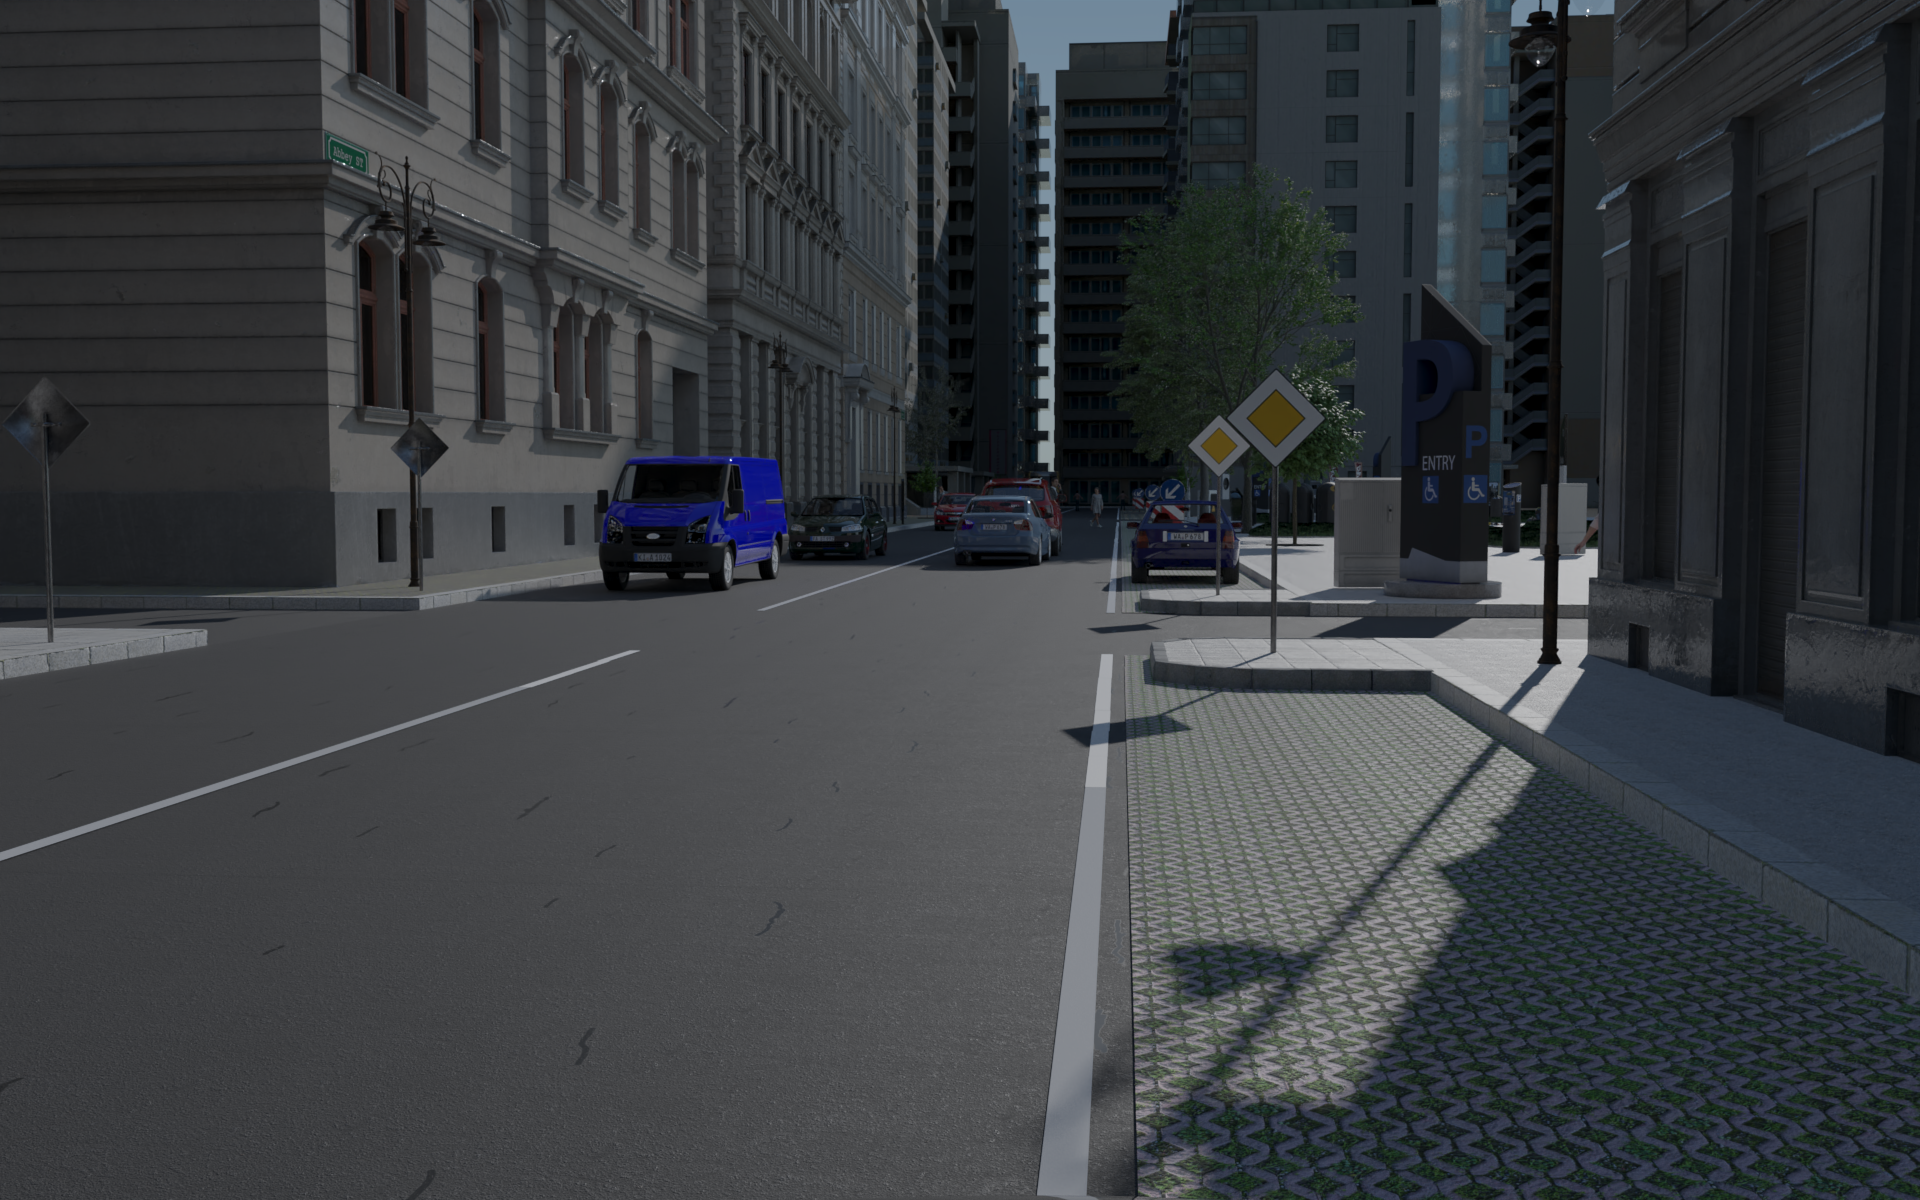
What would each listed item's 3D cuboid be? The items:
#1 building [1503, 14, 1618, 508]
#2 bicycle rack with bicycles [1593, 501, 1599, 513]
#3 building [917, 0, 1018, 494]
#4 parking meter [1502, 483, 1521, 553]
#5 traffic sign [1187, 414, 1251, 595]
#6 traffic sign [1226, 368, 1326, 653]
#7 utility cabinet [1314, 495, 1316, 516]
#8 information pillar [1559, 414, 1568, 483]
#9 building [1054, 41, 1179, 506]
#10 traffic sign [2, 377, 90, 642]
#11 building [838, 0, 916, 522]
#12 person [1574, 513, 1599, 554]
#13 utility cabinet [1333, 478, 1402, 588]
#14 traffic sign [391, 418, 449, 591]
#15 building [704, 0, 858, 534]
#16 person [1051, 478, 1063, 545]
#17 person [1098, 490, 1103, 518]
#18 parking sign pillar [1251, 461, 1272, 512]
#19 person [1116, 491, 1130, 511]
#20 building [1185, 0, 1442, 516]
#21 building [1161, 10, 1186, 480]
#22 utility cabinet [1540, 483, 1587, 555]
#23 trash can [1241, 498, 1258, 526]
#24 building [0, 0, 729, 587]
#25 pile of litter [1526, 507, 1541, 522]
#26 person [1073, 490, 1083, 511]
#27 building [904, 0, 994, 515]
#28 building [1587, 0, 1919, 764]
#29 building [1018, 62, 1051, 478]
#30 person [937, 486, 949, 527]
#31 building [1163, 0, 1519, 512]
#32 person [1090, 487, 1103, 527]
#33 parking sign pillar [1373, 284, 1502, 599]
[{"bbox_3d":[55.888,-31.225,160.647,14.200,45.320,14.600,0,4,5],"label":"building"},{"bbox_3d":[30.533,-4.358,84.636,2.852,0.926,2.925,1,4,15],"label":"bicycle rack with bicycles"},{"bbox_3d":[-5.652,-32.976,162.864,21.600,48.544,21.300,0,4,5],"label":"building"},{"bbox_3d":[12.128,-1.814,38.074,0.372,1.533,0.369,0,3,0],"label":"parking meter"},{"bbox_3d":[3.267,-1.117,21.901,0.795,2.450,0.064,0,4,5],"label":"traffic sign"},{"bbox_3d":[2.532,-0.630,13.950,0.795,2.450,0.064,0,4,5],"label":"traffic sign"},{"bbox_3d":[18.178,-4.760,88.989,1.020,1.237,0.306,-3,5,-45],"label":"utility cabinet"},{"bbox_3d":[17.636,-3.626,50.636,0.183,3.616,0.504,0,4,6],"label":"information pillar"},{"bbox_3d":[21.297,-34.618,189.701,21.600,48.544,21.300,0,4,5],"label":"building"},{"bbox_3d":[-7.866,-0.690,14.928,0.795,2.450,0.064,0,4,5],"label":"traffic sign"},{"bbox_3d":[-9.729,-17.773,76.495,13.634,28.700,20.117,0,4,5],"label":"building"},{"bbox_3d":[6.551,-0.508,17.473,0.731,1.740,0.598,0,4,-6],"label":"person"},{"bbox_3d":[5.693,-0.905,23.480,1.173,1.500,0.318,0,4,-1],"label":"utility cabinet"},{"bbox_3d":[-7.131,-1.177,22.879,0.795,2.450,0.064,0,4,5],"label":"traffic sign"},{"bbox_3d":[-10.101,-13.929,56.613,11.050,23.489,19.941,0,4,5],"label":"building"},{"bbox_3d":[2.712,-2.528,49.188,0.474,1.900,0.648,0,4,6],"label":"person"},{"bbox_3d":[8.406,-5.849,105.058,0.541,1.710,0.530,-1,4,-18],"label":"person"},{"bbox_3d":[16.037,-6.388,92.908,1.447,3.967,1.447,2,4,35],"label":"parking sign pillar"},{"bbox_3d":[13.980,-8.522,148.538,1.217,1.736,0.721,1,4,9],"label":"person"},{"bbox_3d":[20.734,-20.381,104.939,14.160,30.474,14.107,0,4,5],"label":"building"},{"bbox_3d":[29.503,-30.689,156.388,22.147,44.769,28.867,0,4,5],"label":"building"},{"bbox_3d":[12.606,-1.683,36.195,1.173,1.500,0.318,-3,4,-36],"label":"utility cabinet"},{"bbox_3d":[11.606,-3.542,69.566,0.748,1.137,0.748,0,3,0],"label":"trash can"},{"bbox_3d":[-13.736,-15.118,34.562,14.401,28.519,23.554,0,4,5],"label":"building"},{"bbox_3d":[20.968,-2.936,61.963,1.719,0.858,1.176,0,4,3],"label":"pile of litter"},{"bbox_3d":[9.827,-8.248,144.071,0.721,1.736,1.217,-3,5,-39],"label":"person"},{"bbox_3d":[-13.727,-27.205,136.676,32.217,40.220,23.993,0,4,5],"label":"building"},{"bbox_3d":[8.872,-9.468,3.946,9.793,20.994,18.267,0,4,5],"label":"building"},{"bbox_3d":[-5.117,-35.085,193.246,30.456,49.044,23.786,0,4,5],"label":"building"},{"bbox_3d":[-0.713,-4.152,76.566,0.592,1.802,0.473,0,4,2],"label":"person"},{"bbox_3d":[27.164,-31.017,126.741,23.786,49.044,30.456,0,4,5],"label":"building"},{"bbox_3d":[5.893,-4.030,75.146,0.466,1.731,0.760,-3,5,-43],"label":"person"},{"bbox_3d":[6.084,-2.034,21.733,1.447,3.967,1.447,-1,4,-19],"label":"parking sign pillar"}]
